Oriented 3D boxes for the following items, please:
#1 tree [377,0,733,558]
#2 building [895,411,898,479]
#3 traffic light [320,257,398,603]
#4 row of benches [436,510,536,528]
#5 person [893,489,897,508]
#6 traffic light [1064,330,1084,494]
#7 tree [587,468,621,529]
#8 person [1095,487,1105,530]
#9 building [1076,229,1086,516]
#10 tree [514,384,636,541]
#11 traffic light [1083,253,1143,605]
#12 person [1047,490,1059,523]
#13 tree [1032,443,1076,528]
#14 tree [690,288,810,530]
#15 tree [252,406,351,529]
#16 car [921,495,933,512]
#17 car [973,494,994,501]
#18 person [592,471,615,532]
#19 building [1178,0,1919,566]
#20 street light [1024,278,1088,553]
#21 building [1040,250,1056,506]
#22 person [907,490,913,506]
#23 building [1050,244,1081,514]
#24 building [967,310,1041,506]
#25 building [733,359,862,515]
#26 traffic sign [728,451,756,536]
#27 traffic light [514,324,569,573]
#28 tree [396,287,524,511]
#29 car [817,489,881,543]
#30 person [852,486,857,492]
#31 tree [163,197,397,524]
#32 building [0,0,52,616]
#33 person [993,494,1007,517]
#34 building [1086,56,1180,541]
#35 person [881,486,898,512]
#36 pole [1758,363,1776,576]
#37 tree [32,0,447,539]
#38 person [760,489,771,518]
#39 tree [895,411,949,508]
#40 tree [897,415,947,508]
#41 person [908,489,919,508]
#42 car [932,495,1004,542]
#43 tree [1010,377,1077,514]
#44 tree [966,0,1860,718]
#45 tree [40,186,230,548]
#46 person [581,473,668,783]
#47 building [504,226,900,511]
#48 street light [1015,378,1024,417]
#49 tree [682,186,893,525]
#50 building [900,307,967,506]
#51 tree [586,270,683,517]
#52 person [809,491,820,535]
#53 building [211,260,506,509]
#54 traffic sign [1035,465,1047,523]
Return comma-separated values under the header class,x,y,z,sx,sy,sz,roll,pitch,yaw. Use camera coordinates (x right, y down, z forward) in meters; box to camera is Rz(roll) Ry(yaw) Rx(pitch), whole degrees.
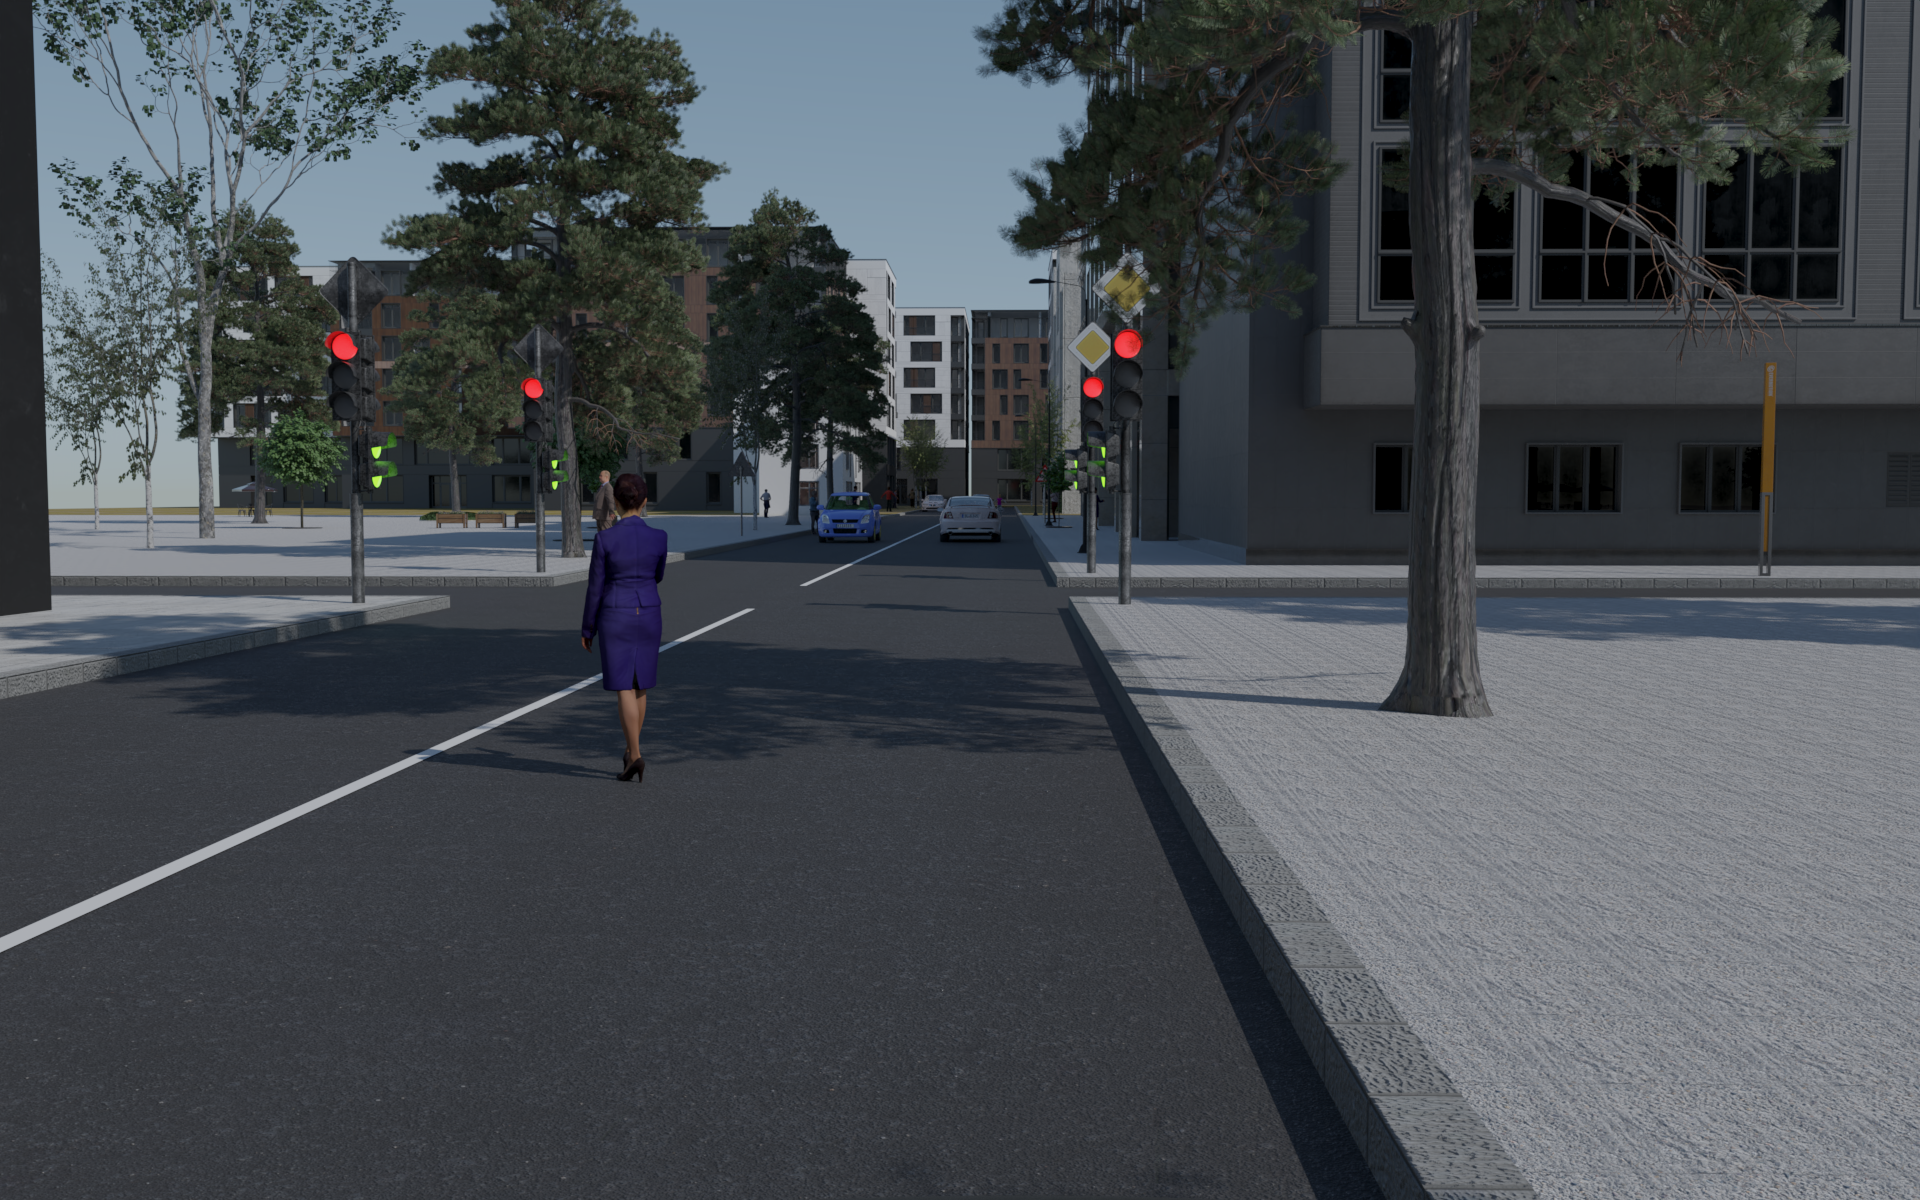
class,x,y,z,sx,sy,sz,roll,pitch,yaw
tree,-7.937,-6.889,34.693,6.751,12.117,7.091,0,3,0
building,-20.521,-14.171,173.849,28.070,9.664,9.099,0,4,2
traffic light,-7.061,-1.897,20.264,0.839,4.213,0.868,0,4,2
row of benches,-17.620,-3.055,65.404,4.104,0.672,1.422,0,4,-6
person,-5.793,-9.055,155.007,0.530,1.710,0.541,1,4,9
traffic light,2.113,-2.372,28.020,0.839,4.213,0.868,0,4,2
tree,-13.423,-4.283,64.636,1.663,3.219,1.824,0,3,0
person,4.834,-3.246,61.479,0.453,1.535,0.546,1,4,22
building,11.851,-15.613,91.434,11.583,22.565,21.152,0,4,2
tree,-10.503,-3.891,47.327,4.285,4.588,4.351,0,3,0
traffic light,1.897,-1.883,20.038,0.839,4.213,0.868,0,4,2
person,4.186,-4.316,78.069,0.517,1.644,0.566,-1,4,-11
tree,3.850,-4.351,65.736,1.663,3.219,1.824,0,3,0
tree,-7.511,-6.779,61.202,4.360,8.622,3.978,0,3,0
tree,-24.528,-4.944,64.550,4.285,4.588,4.351,0,3,0
car,-2.066,-7.822,140.248,2.083,1.381,4.827,0,4,3
car,1.548,-7.098,128.048,2.014,1.417,4.499,0,3,0
person,-7.294,-1.761,35.396,0.434,1.755,0.990,-2,4,-30
building,17.182,-14.795,35.413,24.014,27.812,14.314,0,4,2
street light,2.177,-3.967,37.408,1.470,5.913,1.316,0,4,2
building,22.024,-19.340,160.189,27.936,21.610,32.646,0,4,2
person,-5.124,-10.623,180.438,0.721,1.735,1.217,-3,5,-40
building,15.452,-15.966,127.500,16.747,18.905,31.486,0,4,2
building,17.775,-21.910,202.195,32.646,21.610,27.936,0,4,2
building,-11.084,-10.761,118.092,9.099,9.664,28.070,0,4,2
traffic sign,-6.658,-3.227,52.767,0.884,2.594,0.081,1,4,9
traffic light,-6.845,-2.385,28.246,0.839,4.213,0.868,0,4,2
tree,-28.023,-11.517,95.718,7.806,13.903,7.818,0,3,0
car,-3.314,-2.611,52.288,1.945,1.707,3.694,0,4,1
person,-5.714,-5.393,94.929,0.504,1.737,0.576,0,4,8
tree,-30.127,-10.244,74.910,7.806,13.903,7.818,0,3,0
building,-18.100,-11.182,12.497,15.834,23.373,12.332,0,4,2
person,2.403,-5.766,105.996,0.991,1.433,0.599,1,4,11
building,15.007,-15.826,63.278,19.350,26.468,34.151,0,4,2
person,-5.094,-7.251,124.529,1.348,1.831,0.705,1,4,18
pole,12.594,-2.029,27.019,0.158,3.312,0.155,0,3,0
tree,-20.988,-11.919,50.769,12.611,20.169,13.585,0,3,0
person,-10.564,-5.250,94.087,0.614,1.554,0.590,1,4,9
tree,-3.700,-12.461,154.106,4.737,8.622,4.395,0,3,0
tree,-3.469,-12.892,161.141,4.360,8.622,3.978,0,3,0
person,-4.484,-9.727,165.169,1.348,1.812,0.705,3,5,43
car,0.322,-2.504,53.297,2.083,1.381,4.827,0,4,0
tree,5.307,-9.701,108.968,4.737,8.622,4.395,0,3,0
tree,2.789,-5.366,9.791,6.751,12.117,7.091,0,3,0
tree,-19.435,-5.528,40.752,4.360,8.622,3.978,0,3,0
person,-1.725,0.128,8.773,0.546,1.535,0.453,3,5,43
building,-20.399,-18.647,148.847,27.936,21.610,32.646,0,4,2
street light,3.037,-5.929,69.486,1.470,5.913,1.316,0,4,2
tree,-6.718,-10.017,71.198,7.806,13.903,7.818,0,3,0
building,-15.386,-21.998,203.638,32.646,21.610,27.936,0,4,2
tree,-17.873,-11.530,95.933,7.806,13.903,7.818,0,3,0
person,-5.006,-3.020,60.083,0.499,1.552,0.429,-2,4,-34
building,-51.106,-19.665,165.493,32.646,21.610,27.936,0,4,2
traffic sign,3.717,-4.631,75.712,0.884,2.594,0.081,0,4,8
